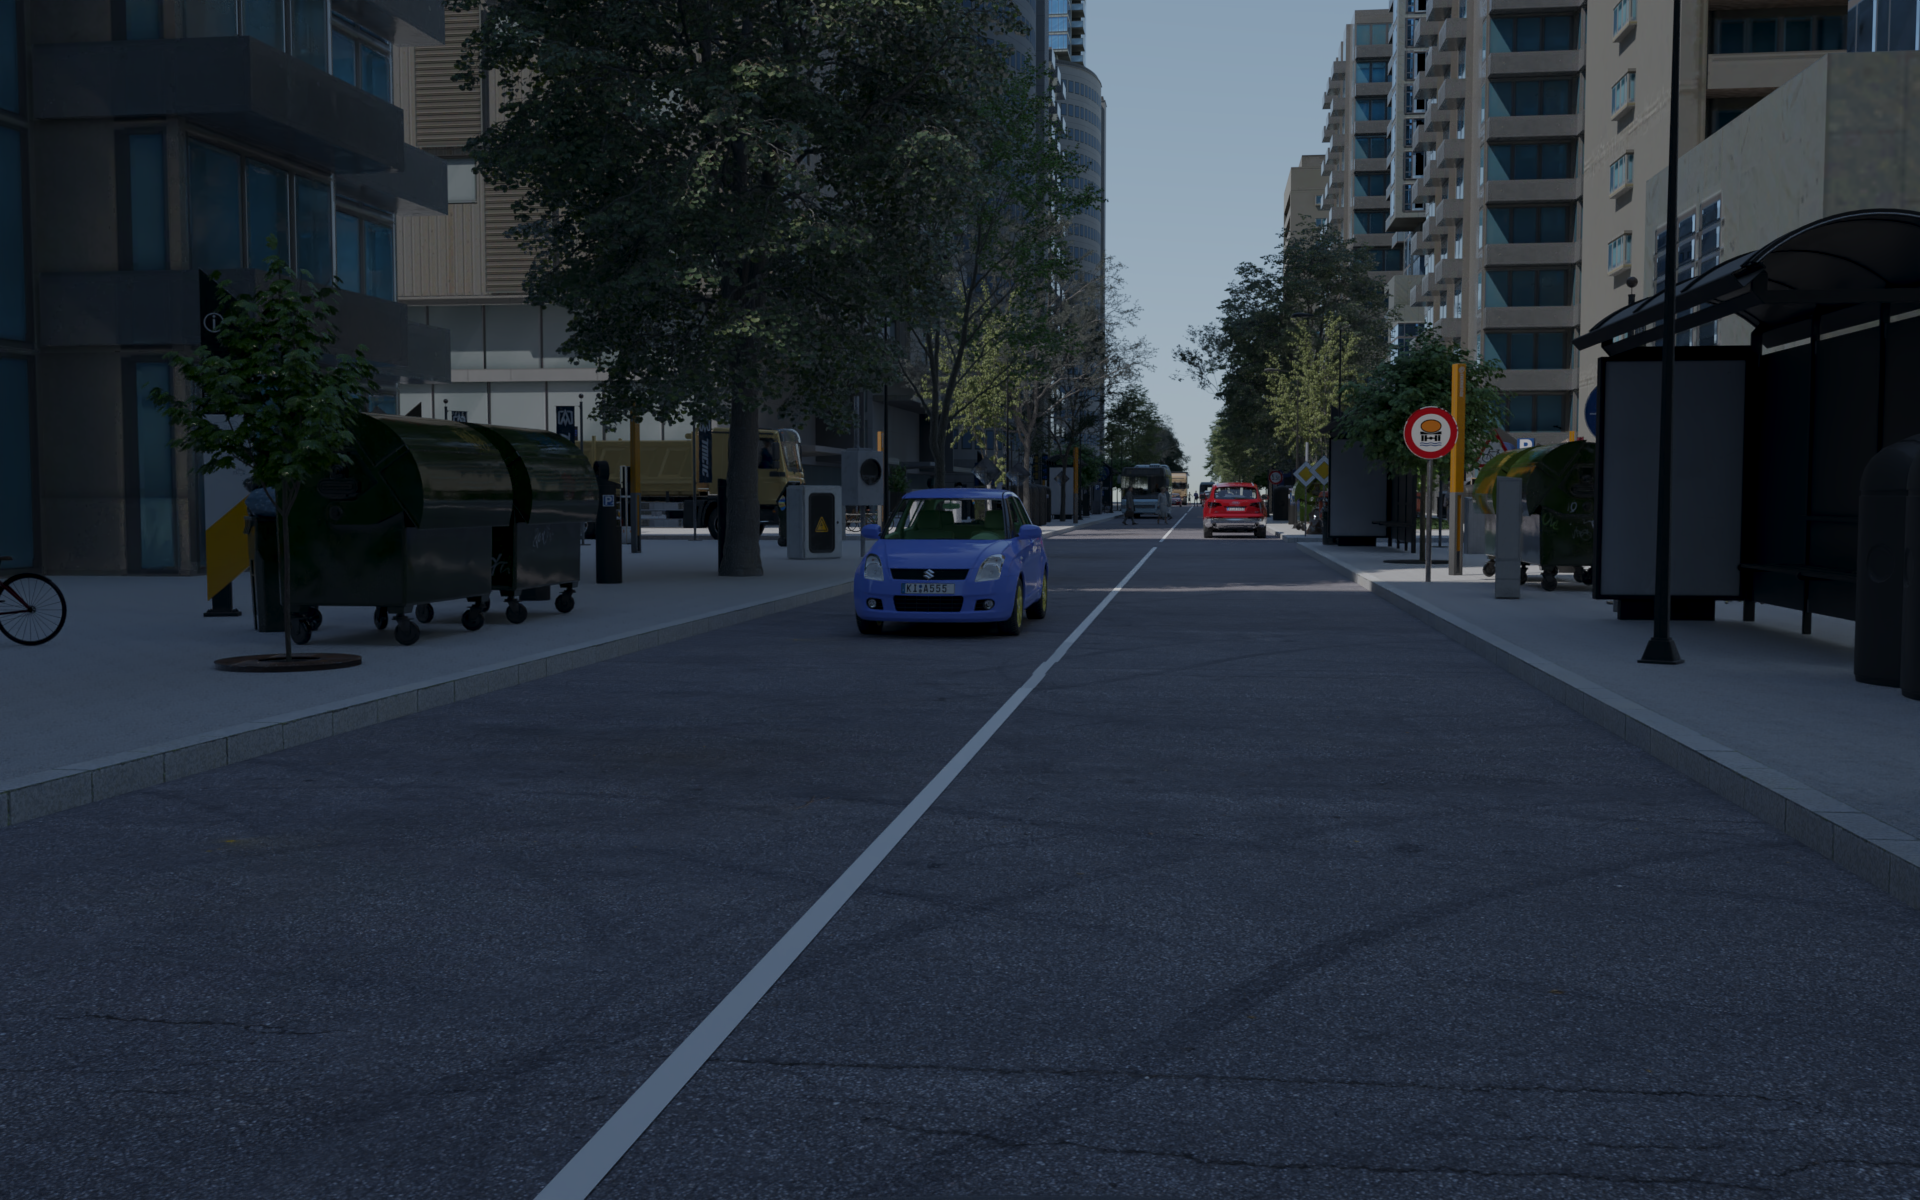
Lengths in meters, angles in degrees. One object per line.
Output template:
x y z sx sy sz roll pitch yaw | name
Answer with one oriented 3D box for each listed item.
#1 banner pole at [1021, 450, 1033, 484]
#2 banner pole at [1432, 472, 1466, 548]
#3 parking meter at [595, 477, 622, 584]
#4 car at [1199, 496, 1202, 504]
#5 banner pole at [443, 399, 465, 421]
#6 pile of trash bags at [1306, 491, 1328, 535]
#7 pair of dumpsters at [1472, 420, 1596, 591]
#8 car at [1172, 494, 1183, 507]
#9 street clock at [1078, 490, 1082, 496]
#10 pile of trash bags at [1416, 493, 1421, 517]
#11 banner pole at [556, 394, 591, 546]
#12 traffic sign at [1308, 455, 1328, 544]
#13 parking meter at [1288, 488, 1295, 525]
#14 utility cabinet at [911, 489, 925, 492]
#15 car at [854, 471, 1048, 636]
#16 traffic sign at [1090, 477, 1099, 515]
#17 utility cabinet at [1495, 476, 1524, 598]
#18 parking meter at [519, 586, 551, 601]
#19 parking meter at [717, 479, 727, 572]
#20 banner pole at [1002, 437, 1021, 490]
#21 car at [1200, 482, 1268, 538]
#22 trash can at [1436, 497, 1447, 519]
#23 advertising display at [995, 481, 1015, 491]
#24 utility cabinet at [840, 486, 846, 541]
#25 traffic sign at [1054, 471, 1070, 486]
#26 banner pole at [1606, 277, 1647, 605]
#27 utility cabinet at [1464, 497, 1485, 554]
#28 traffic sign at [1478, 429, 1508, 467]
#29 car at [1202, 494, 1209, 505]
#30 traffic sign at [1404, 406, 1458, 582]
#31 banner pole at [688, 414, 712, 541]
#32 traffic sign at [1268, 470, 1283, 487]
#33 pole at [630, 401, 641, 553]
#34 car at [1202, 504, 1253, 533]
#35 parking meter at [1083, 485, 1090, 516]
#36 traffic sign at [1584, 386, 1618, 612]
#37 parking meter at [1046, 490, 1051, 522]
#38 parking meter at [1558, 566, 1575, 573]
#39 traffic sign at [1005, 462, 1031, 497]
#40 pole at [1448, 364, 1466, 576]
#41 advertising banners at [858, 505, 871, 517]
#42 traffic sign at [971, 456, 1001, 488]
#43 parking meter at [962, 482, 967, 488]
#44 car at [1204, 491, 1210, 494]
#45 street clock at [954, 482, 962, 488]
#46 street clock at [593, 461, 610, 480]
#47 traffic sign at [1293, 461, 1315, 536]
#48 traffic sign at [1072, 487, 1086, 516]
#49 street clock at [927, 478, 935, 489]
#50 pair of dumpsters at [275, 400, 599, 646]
3.809 -6.586 97.699 0.863 3.779 0.401 -2 4 -30 | banner pole
11.777 -3.154 41.586 0.863 3.779 0.401 0 4 -6 | banner pole
-5.045 -1.006 24.862 0.372 1.533 0.369 0 3 0 | parking meter
34.337 -14.202 241.238 2.155 1.783 4.494 0 4 6 | car
-13.345 -3.409 45.762 0.401 3.779 0.863 3 5 44 | banner pole
11.830 -2.758 54.846 1.912 1.369 3.447 1 4 21 | pile of trash bags
8.443 -1.357 24.678 1.574 2.255 4.437 0 4 8 | pair of dumpsters
23.561 -11.130 191.020 2.155 1.783 4.494 0 4 7 | car
7.589 -6.473 110.407 0.358 2.002 0.471 1 4 9 | street clock
21.311 -4.475 82.920 1.912 1.369 3.447 -1 4 -10 | pile of trash bags
-9.660 -3.253 43.197 0.863 3.779 0.401 0 4 -3 | banner pole
9.338 -2.497 44.465 0.795 2.450 0.064 0 4 8 | traffic sign
13.925 -3.915 72.420 0.372 1.533 0.369 0 3 0 | parking meter
-1.683 -4.380 80.296 1.173 1.500 0.318 0 4 7 | utility cabinet
-0.034 -0.560 18.754 1.945 1.707 3.694 1 4 9 | car
8.047 -6.445 105.481 0.768 2.556 0.104 1 4 17 | traffic sign
6.869 -0.793 21.644 0.318 1.500 1.173 1 4 18 | utility cabinet
-5.145 -0.764 20.910 0.372 1.533 0.369 0 3 0 | parking meter
-3.790 -1.225 28.441 0.372 1.533 0.369 0 3 0 | parking meter
2.107 -5.225 75.438 0.401 3.779 0.863 3 4 38 | banner pole
9.132 -2.999 57.709 2.281 1.827 5.304 0 4 8 | car
25.292 -4.834 90.693 0.748 1.137 0.748 0 3 0 | trash can
2.236 -4.964 86.375 0.974 1.923 0.123 0 4 -7 | advertising display
-3.710 -2.349 47.085 1.173 1.500 0.318 -1 4 -9 | utility cabinet
5.033 -5.179 85.860 0.795 2.450 0.064 1 4 10 | traffic sign
7.710 -1.823 19.818 0.401 3.779 0.863 0 4 6 | banner pole
11.349 -1.587 37.108 1.020 1.237 0.306 0 4 0 | utility cabinet
10.642 -2.114 34.573 0.884 2.594 0.081 1 4 13 | traffic sign
27.142 -10.907 187.363 2.155 1.783 4.494 0 4 7 | car
6.843 -1.537 25.238 0.768 2.556 0.104 1 4 11 | traffic sign
-7.101 -3.514 47.479 0.863 3.779 0.401 2 4 32 | banner pole
16.873 -5.656 92.581 0.768 2.556 0.104 1 4 15 | traffic sign
-7.038 -2.673 37.555 0.158 3.312 0.155 0 3 0 | pole
10.206 -3.292 65.822 2.014 1.417 4.499 0 4 6 | car
7.332 -5.797 100.489 0.399 1.863 0.255 2 4 29 | parking meter
7.151 -1.142 18.776 0.768 2.556 0.104 1 4 16 | traffic sign
3.930 -4.294 78.625 0.372 1.533 0.369 0 3 0 | parking meter
9.898 -1.212 28.220 0.372 1.533 0.369 0 3 0 | parking meter
1.797 -3.056 53.609 0.795 2.450 0.064 0 4 8 | traffic sign
7.822 -2.043 27.240 0.158 3.312 0.155 0 3 0 | pole
-5.819 -6.201 97.566 2.074 3.025 0.090 3 5 40 | advertising banners
0.682 -2.572 45.702 0.795 2.450 0.064 0 4 8 | traffic sign
0.218 -4.926 86.255 0.255 1.863 0.399 0 4 1 | parking meter
28.571 -11.530 197.181 2.281 1.827 5.304 1 4 8 | car
-0.101 -5.988 102.480 0.471 2.002 0.358 -3 5 -40 | street clock
-7.786 -2.021 37.622 0.358 2.002 0.471 -2 4 -31 | street clock
10.453 -2.980 52.373 0.795 2.450 0.064 0 4 8 | traffic sign
6.141 -6.453 99.379 2.265 3.308 0.079 1 4 15 | traffic sign
-1.250 -4.397 76.456 0.358 2.002 0.471 2 4 30 | street clock
-4.933 -0.865 16.633 1.574 2.255 4.437 0 4 8 | pair of dumpsters
